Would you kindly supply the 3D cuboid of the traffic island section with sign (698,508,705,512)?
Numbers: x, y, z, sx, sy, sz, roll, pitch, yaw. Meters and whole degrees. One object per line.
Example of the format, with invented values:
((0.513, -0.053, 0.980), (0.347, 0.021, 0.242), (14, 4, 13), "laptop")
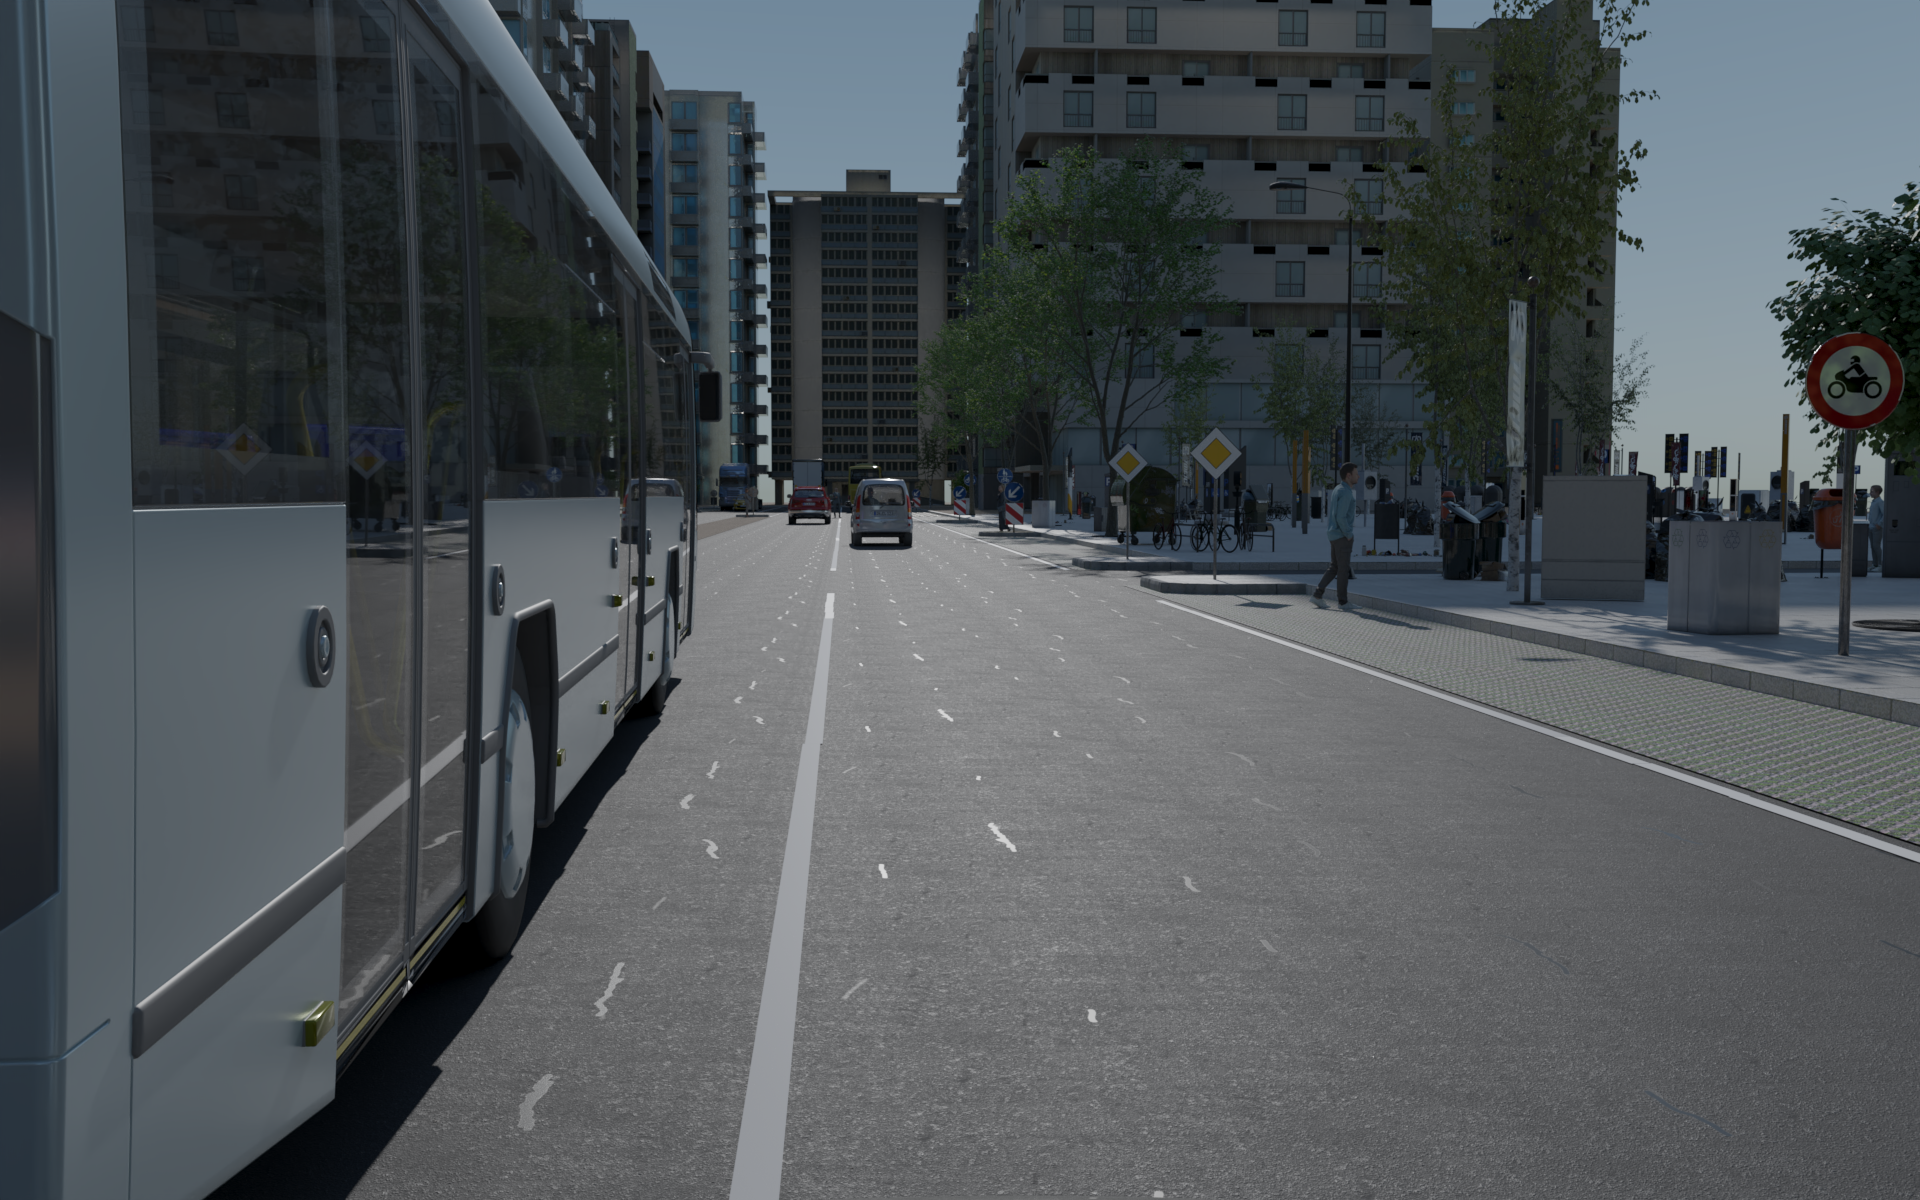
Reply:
((-21.098, -7.696, 134.457), (1.989, 1.847, 2.006), (0, 4, -4), "traffic island section with sign")

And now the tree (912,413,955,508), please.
((-2.609, -12.595, 156.282), (4.737, 8.622, 4.395), (0, 3, 0), "tree")

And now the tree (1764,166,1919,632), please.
((9.434, -2.007, 16.527), (4.285, 4.588, 4.351), (0, 3, 0), "tree")

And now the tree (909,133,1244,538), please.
((4.472, -7.672, 51.190), (9.928, 11.665, 9.643), (0, 3, 0), "tree")

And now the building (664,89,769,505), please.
((-38.034, -35.768, 204.423), (30.456, 49.044, 23.786), (0, 4, -4), "building")

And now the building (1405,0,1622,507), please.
((54.072, -33.709, 174.836), (21.600, 48.544, 21.300), (0, 4, -4), "building")

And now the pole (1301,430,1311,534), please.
((11.067, -3.771, 55.500), (0.158, 3.312, 0.155), (0, 3, 0), "pole")

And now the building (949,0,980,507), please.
((11.273, -33.452, 166.552), (23.786, 49.044, 30.456), (0, 4, -4), "building")

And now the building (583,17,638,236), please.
((-34.676, -28.191, 144.510), (14.154, 41.232, 14.086), (0, 4, -4), "building")

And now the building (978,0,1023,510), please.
((8.411, -28.179, 144.318), (14.154, 41.232, 14.086), (0, 4, -4), "building")

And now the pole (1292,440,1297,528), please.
((12.739, -4.410, 65.954), (0.158, 3.312, 0.155), (0, 3, 0), "pole")

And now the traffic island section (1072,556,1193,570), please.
((3.303, -0.714, 33.961), (2.009, 0.180, 2.903), (0, 4, -4), "traffic island section")

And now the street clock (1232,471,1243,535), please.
((8.725, -3.053, 54.488), (0.358, 2.002, 0.471), (1, 4, 13), "street clock")

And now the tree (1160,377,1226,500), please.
((13.767, -9.350, 103.239), (4.737, 8.622, 4.395), (0, 3, 0), "tree")

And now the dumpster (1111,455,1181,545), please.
((4.711, -2.536, 43.953), (1.502, 2.255, 1.985), (0, 4, -4), "dumpster")

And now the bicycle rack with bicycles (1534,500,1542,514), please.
((36.456, -5.826, 108.635), (2.852, 0.926, 2.925), (-2, 4, -31), "bicycle rack with bicycles")

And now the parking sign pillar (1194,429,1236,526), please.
((10.355, -5.059, 71.179), (1.447, 3.967, 1.447), (0, 4, -4), "parking sign pillar")

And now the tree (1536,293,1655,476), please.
((23.206, -6.943, 63.884), (4.360, 8.622, 3.978), (0, 3, 0), "tree")

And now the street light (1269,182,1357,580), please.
((5.294, -3.268, 25.965), (1.470, 5.913, 1.316), (0, 4, -4), "street light")

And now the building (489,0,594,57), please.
((-37.964, -30.713, 121.770), (23.786, 49.044, 30.456), (0, 4, -4), "building")

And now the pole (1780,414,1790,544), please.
((20.986, -3.072, 44.074), (0.158, 3.312, 0.155), (0, 3, 0), "pole")

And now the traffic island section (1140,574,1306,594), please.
((3.841, -0.227, 25.994), (2.009, 0.180, 2.903), (0, 4, -4), "traffic island section")

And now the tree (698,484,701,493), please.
((-27.776, -11.408, 181.120), (1.663, 3.219, 1.824), (0, 3, 0), "tree")

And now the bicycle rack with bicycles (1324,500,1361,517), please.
((20.670, -5.139, 97.404), (2.852, 0.926, 2.925), (-3, 4, -37), "bicycle rack with bicycles")

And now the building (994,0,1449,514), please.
((16.855, -32.678, 123.518), (28.713, 52.752, 27.495), (0, 4, -4), "building")

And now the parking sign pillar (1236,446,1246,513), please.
((15.237, -6.575, 95.980), (1.447, 3.967, 1.447), (-2, 4, -33), "parking sign pillar")

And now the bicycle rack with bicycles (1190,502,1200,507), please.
((9.909, -4.027, 79.227), (2.852, 0.926, 2.925), (3, 5, 42), "bicycle rack with bicycles")

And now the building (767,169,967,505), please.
((-11.111, -31.692, 210.052), (23.993, 40.220, 32.217), (0, 4, -4), "building")

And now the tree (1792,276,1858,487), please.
((28.355, -6.387, 54.796), (4.737, 8.622, 4.395), (0, 3, 0), "tree")

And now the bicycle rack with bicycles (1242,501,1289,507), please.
((14.201, -4.215, 82.292), (2.925, 0.926, 2.852), (-1, 4, -19), "bicycle rack with bicycles")

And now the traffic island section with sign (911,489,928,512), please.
((-3.554, -7.759, 135.486), (1.989, 1.847, 2.006), (0, 4, -4), "traffic island section with sign")

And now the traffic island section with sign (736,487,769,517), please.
((-12.912, -6.098, 107.839), (2.006, 1.907, 1.989), (0, 4, -4), "traffic island section with sign")

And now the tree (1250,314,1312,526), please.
((13.592, -7.324, 70.110), (4.737, 8.622, 4.395), (0, 3, 0), "tree")

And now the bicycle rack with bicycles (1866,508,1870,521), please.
((45.322, -4.332, 84.215), (2.852, 0.926, 2.925), (2, 4, 33), "bicycle rack with bicycles")

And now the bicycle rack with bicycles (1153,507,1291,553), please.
((5.807, -1.558, 38.855), (2.852, 0.926, 2.925), (-1, 4, -10), "bicycle rack with bicycles")

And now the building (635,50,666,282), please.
((-37.080, -31.942, 172.358), (14.200, 45.320, 14.600), (0, 4, -4), "building")

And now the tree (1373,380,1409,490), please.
((25.599, -9.639, 107.957), (4.360, 8.622, 3.978), (0, 3, 0), "tree")

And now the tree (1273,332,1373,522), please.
((16.176, -7.815, 78.143), (4.360, 8.622, 3.978), (0, 3, 0), "tree")

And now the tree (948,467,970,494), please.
((0.191, -8.202, 128.707), (1.663, 3.219, 1.824), (0, 3, 0), "tree")

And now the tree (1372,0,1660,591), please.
((7.290, -4.437, 22.901), (4.737, 8.622, 4.395), (0, 3, 0), "tree")

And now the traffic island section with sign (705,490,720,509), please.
((-22.955, -9.376, 161.924), (1.989, 1.847, 2.006), (0, 4, -4), "traffic island section with sign")

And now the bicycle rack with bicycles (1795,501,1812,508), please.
((54.454, -5.840, 108.863), (2.925, 0.926, 2.852), (-2, 4, -32), "bicycle rack with bicycles")

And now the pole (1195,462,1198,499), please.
((14.796, -6.998, 108.255), (0.158, 3.312, 0.155), (0, 3, 0), "pole")

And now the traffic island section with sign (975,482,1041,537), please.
((1.647, -3.051, 58.505), (1.989, 1.847, 2.006), (0, 4, -4), "traffic island section with sign")

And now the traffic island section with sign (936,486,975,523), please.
((-0.170, -4.706, 85.573), (1.989, 1.847, 2.006), (0, 4, -4), "traffic island section with sign")
